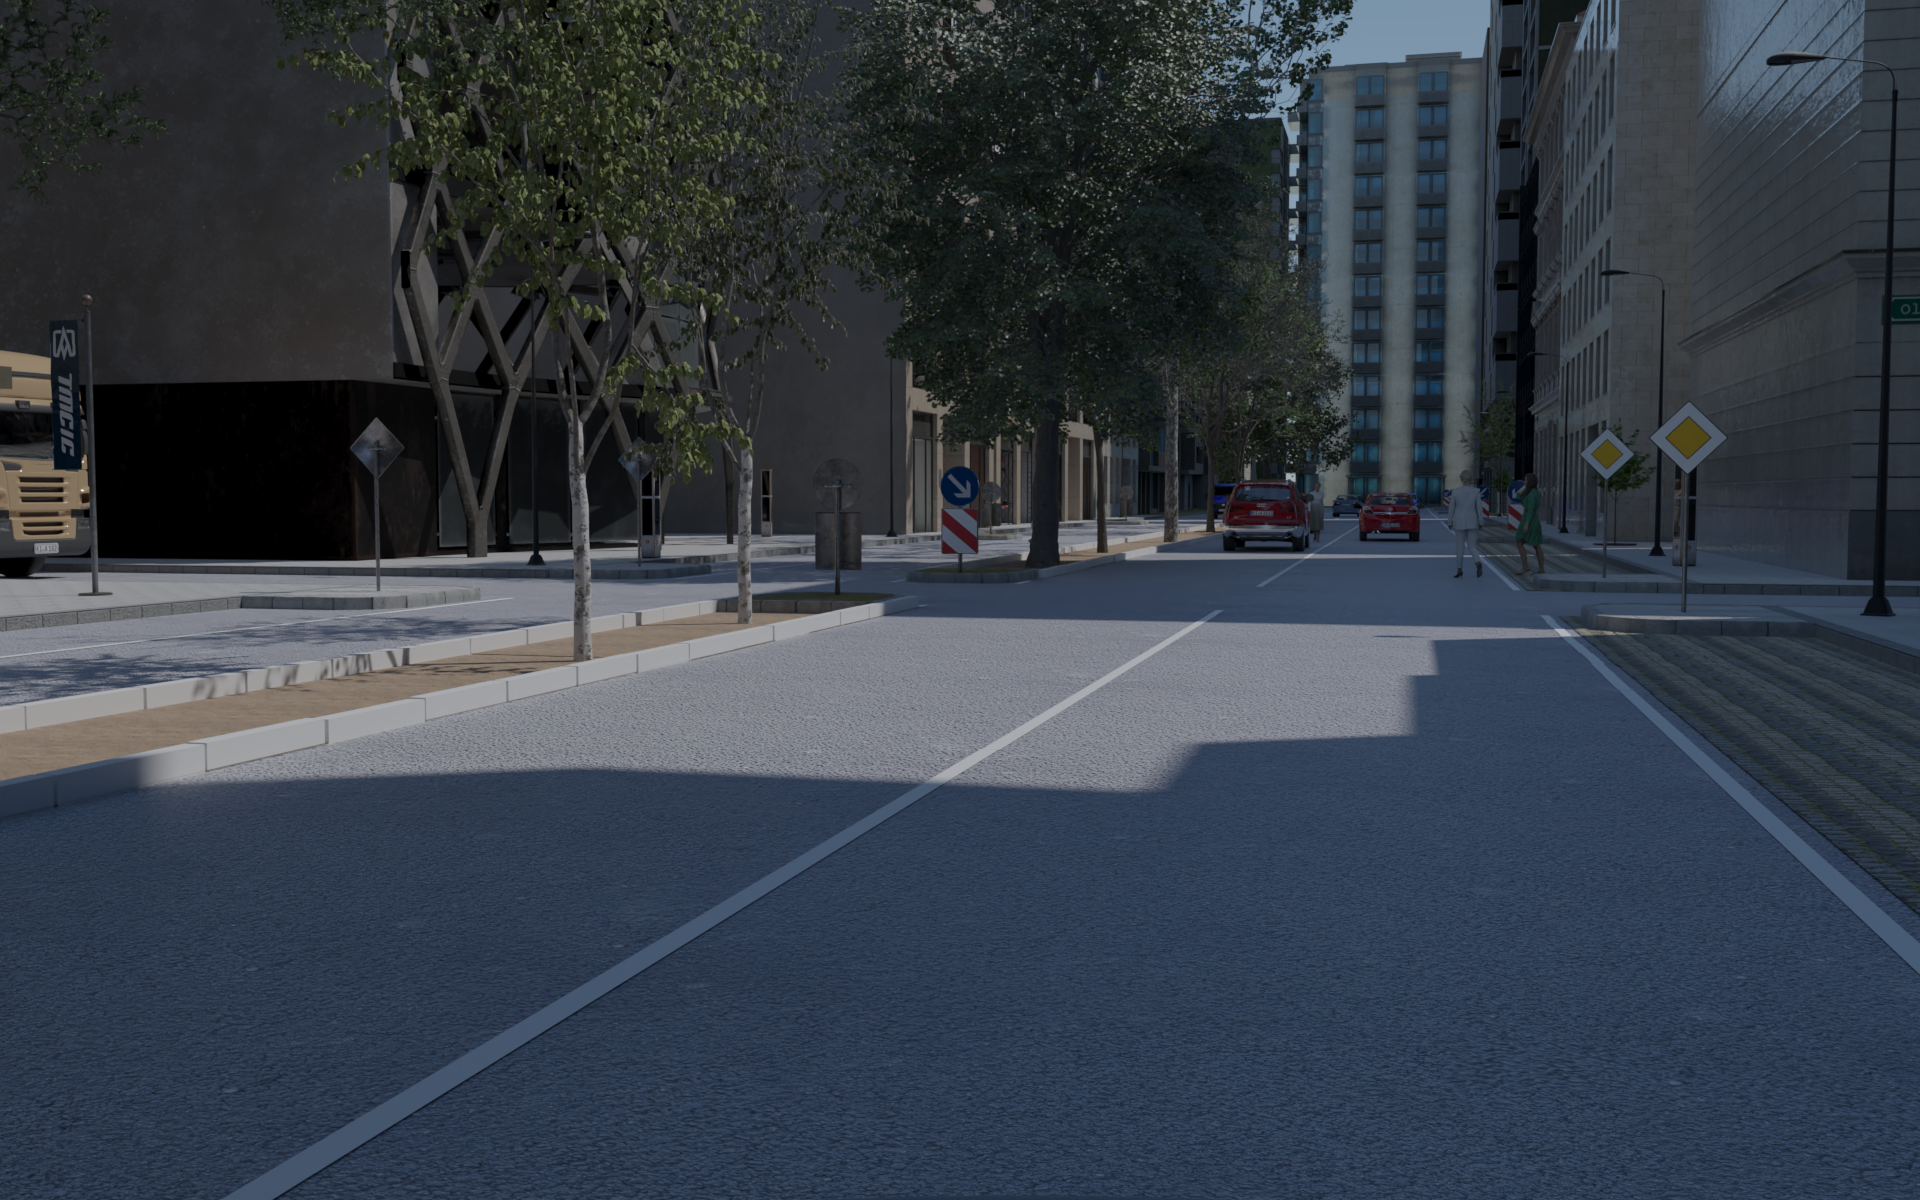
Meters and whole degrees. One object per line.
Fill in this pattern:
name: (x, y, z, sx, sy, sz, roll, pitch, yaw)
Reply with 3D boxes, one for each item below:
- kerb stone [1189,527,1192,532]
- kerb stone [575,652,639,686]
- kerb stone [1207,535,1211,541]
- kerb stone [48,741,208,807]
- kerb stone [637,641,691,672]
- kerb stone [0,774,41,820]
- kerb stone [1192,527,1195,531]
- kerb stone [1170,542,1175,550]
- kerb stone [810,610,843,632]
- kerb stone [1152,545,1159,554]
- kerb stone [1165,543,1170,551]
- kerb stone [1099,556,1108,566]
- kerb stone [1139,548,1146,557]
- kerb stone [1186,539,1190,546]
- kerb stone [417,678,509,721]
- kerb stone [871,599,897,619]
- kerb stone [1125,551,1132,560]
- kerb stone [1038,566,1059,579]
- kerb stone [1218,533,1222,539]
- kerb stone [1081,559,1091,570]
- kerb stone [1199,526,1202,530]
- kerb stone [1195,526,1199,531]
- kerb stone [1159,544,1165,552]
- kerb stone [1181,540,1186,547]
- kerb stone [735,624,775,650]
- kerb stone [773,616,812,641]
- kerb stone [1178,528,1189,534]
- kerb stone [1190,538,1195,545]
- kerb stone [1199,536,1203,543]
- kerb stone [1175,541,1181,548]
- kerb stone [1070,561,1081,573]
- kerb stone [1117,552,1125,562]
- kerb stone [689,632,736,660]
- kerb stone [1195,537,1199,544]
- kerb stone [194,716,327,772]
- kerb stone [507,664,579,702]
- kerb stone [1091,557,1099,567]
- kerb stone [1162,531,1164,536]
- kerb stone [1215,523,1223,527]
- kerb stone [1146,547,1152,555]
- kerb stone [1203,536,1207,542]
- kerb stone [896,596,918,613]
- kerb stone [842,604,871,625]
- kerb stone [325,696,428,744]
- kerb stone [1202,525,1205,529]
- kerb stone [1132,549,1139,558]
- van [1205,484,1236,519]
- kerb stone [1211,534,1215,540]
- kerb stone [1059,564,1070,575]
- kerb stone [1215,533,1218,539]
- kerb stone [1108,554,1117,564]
kerb stone: (8.513, -2.617, 65.081, 0.120, 0.150, 1.000, 1, 4, 15)
kerb stone: (-2.776, 0.538, 13.403, 0.120, 0.150, 1.000, 1, 4, 15)
kerb stone: (7.432, -1.855, 52.611, 0.120, 0.150, 1.000, 1, 4, 15)
kerb stone: (-4.065, 0.846, 8.433, 0.120, 0.150, 1.000, 1, 4, 15)
kerb stone: (-2.513, 0.480, 14.394, 0.120, 0.150, 1.000, 1, 4, 15)
kerb stone: (-4.324, 0.905, 7.444, 0.120, 0.150, 1.000, 1, 4, 15)
kerb stone: (8.766, -2.684, 66.074, 0.120, 0.150, 1.000, 1, 4, 15)
kerb stone: (5.364, -1.375, 44.677, 0.120, 0.150, 1.000, 1, 4, 15)
kerb stone: (-1.488, 0.237, 18.356, 0.120, 0.150, 1.000, 1, 4, 15)
kerb stone: (4.593, -1.193, 41.702, 0.120, 0.150, 1.000, 1, 4, 15)
kerb stone: (5.111, -1.314, 43.687, 0.120, 0.150, 1.000, 1, 4, 15)
kerb stone: (2.785, -0.767, 34.763, 0.120, 0.150, 1.000, 1, 4, 15)
kerb stone: (4.076, -1.072, 39.724, 0.120, 0.150, 1.000, 1, 4, 15)
kerb stone: (6.140, -1.557, 47.646, 0.120, 0.150, 1.000, 1, 4, 15)
kerb stone: (-3.295, 0.660, 11.406, 0.120, 0.150, 1.000, 1, 4, 15)
kerb stone: (-0.968, 0.116, 20.336, 0.120, 0.150, 1.000, 1, 4, 15)
kerb stone: (3.559, -0.950, 37.736, 0.120, 0.150, 1.000, 1, 4, 15)
kerb stone: (1.495, -0.461, 29.795, 0.120, 0.150, 1.000, 1, 4, 15)
kerb stone: (8.212, -2.040, 55.587, 0.120, 0.150, 1.000, 1, 4, 15)
kerb stone: (2.277, -0.647, 32.778, 0.120, 0.150, 1.000, 1, 4, 15)
kerb stone: (9.279, -2.801, 68.054, 0.120, 0.150, 1.000, 1, 4, 15)
kerb stone: (9.025, -2.742, 67.063, 0.120, 0.150, 1.000, 1, 4, 15)
kerb stone: (4.855, -1.254, 42.697, 0.120, 0.150, 1.000, 1, 4, 15)
kerb stone: (5.886, -1.495, 46.656, 0.120, 0.150, 1.000, 1, 4, 15)
kerb stone: (-2.005, 0.360, 16.377, 0.120, 0.150, 1.000, 1, 4, 15)
kerb stone: (-1.738, 0.295, 17.365, 0.120, 0.150, 1.000, 1, 4, 15)
kerb stone: (8.248, -2.562, 64.080, 0.120, 0.150, 1.000, 1, 4, 15)
kerb stone: (6.405, -1.617, 48.633, 0.120, 0.150, 1.000, 1, 4, 15)
kerb stone: (6.911, -1.737, 50.625, 0.120, 0.150, 1.000, 1, 4, 15)
kerb stone: (5.630, -1.434, 45.665, 0.120, 0.150, 1.000, 1, 4, 15)
kerb stone: (2.018, -0.578, 31.789, 0.120, 0.150, 1.000, 1, 4, 15)
kerb stone: (3.313, -0.887, 36.743, 0.120, 0.150, 1.000, 1, 4, 15)
kerb stone: (-2.254, 0.417, 15.383, 0.120, 0.150, 1.000, 1, 4, 15)
kerb stone: (6.656, -1.674, 49.625, 0.120, 0.150, 1.000, 1, 4, 15)
kerb stone: (-3.813, 0.781, 9.427, 0.120, 0.150, 1.000, 1, 4, 15)
kerb stone: (-3.036, 0.601, 12.405, 0.120, 0.150, 1.000, 1, 4, 15)
kerb stone: (2.519, -0.708, 33.775, 0.120, 0.150, 1.000, 1, 4, 15)
kerb stone: (6.697, -2.197, 58.110, 0.120, 0.150, 1.000, 1, 4, 15)
kerb stone: (11.345, -3.289, 76.000, 0.120, 0.150, 1.000, 1, 4, 15)
kerb stone: (4.332, -1.129, 40.714, 0.120, 0.150, 1.000, 1, 4, 15)
kerb stone: (7.175, -1.799, 51.617, 0.120, 0.150, 1.000, 1, 4, 15)
kerb stone: (-0.713, 0.053, 21.325, 0.120, 0.150, 1.000, 1, 4, 15)
kerb stone: (-1.227, 0.174, 19.344, 0.120, 0.150, 1.000, 1, 4, 15)
kerb stone: (-3.546, 0.728, 10.414, 0.120, 0.150, 1.000, 1, 4, 15)
kerb stone: (9.544, -2.864, 69.047, 0.120, 0.150, 1.000, 1, 4, 15)
kerb stone: (3.817, -1.008, 38.725, 0.120, 0.150, 1.000, 1, 4, 15)
van: (15.380, -5.827, 99.658, 2.240, 2.365, 5.245, 1, 4, 14)
kerb stone: (7.689, -1.921, 53.600, 0.120, 0.150, 1.000, 1, 4, 15)
kerb stone: (1.755, -0.526, 30.792, 0.120, 0.150, 1.000, 1, 4, 15)
kerb stone: (7.953, -1.978, 54.597, 0.120, 0.150, 1.000, 1, 4, 15)
kerb stone: (3.039, -0.830, 35.758, 0.120, 0.150, 1.000, 1, 4, 15)
